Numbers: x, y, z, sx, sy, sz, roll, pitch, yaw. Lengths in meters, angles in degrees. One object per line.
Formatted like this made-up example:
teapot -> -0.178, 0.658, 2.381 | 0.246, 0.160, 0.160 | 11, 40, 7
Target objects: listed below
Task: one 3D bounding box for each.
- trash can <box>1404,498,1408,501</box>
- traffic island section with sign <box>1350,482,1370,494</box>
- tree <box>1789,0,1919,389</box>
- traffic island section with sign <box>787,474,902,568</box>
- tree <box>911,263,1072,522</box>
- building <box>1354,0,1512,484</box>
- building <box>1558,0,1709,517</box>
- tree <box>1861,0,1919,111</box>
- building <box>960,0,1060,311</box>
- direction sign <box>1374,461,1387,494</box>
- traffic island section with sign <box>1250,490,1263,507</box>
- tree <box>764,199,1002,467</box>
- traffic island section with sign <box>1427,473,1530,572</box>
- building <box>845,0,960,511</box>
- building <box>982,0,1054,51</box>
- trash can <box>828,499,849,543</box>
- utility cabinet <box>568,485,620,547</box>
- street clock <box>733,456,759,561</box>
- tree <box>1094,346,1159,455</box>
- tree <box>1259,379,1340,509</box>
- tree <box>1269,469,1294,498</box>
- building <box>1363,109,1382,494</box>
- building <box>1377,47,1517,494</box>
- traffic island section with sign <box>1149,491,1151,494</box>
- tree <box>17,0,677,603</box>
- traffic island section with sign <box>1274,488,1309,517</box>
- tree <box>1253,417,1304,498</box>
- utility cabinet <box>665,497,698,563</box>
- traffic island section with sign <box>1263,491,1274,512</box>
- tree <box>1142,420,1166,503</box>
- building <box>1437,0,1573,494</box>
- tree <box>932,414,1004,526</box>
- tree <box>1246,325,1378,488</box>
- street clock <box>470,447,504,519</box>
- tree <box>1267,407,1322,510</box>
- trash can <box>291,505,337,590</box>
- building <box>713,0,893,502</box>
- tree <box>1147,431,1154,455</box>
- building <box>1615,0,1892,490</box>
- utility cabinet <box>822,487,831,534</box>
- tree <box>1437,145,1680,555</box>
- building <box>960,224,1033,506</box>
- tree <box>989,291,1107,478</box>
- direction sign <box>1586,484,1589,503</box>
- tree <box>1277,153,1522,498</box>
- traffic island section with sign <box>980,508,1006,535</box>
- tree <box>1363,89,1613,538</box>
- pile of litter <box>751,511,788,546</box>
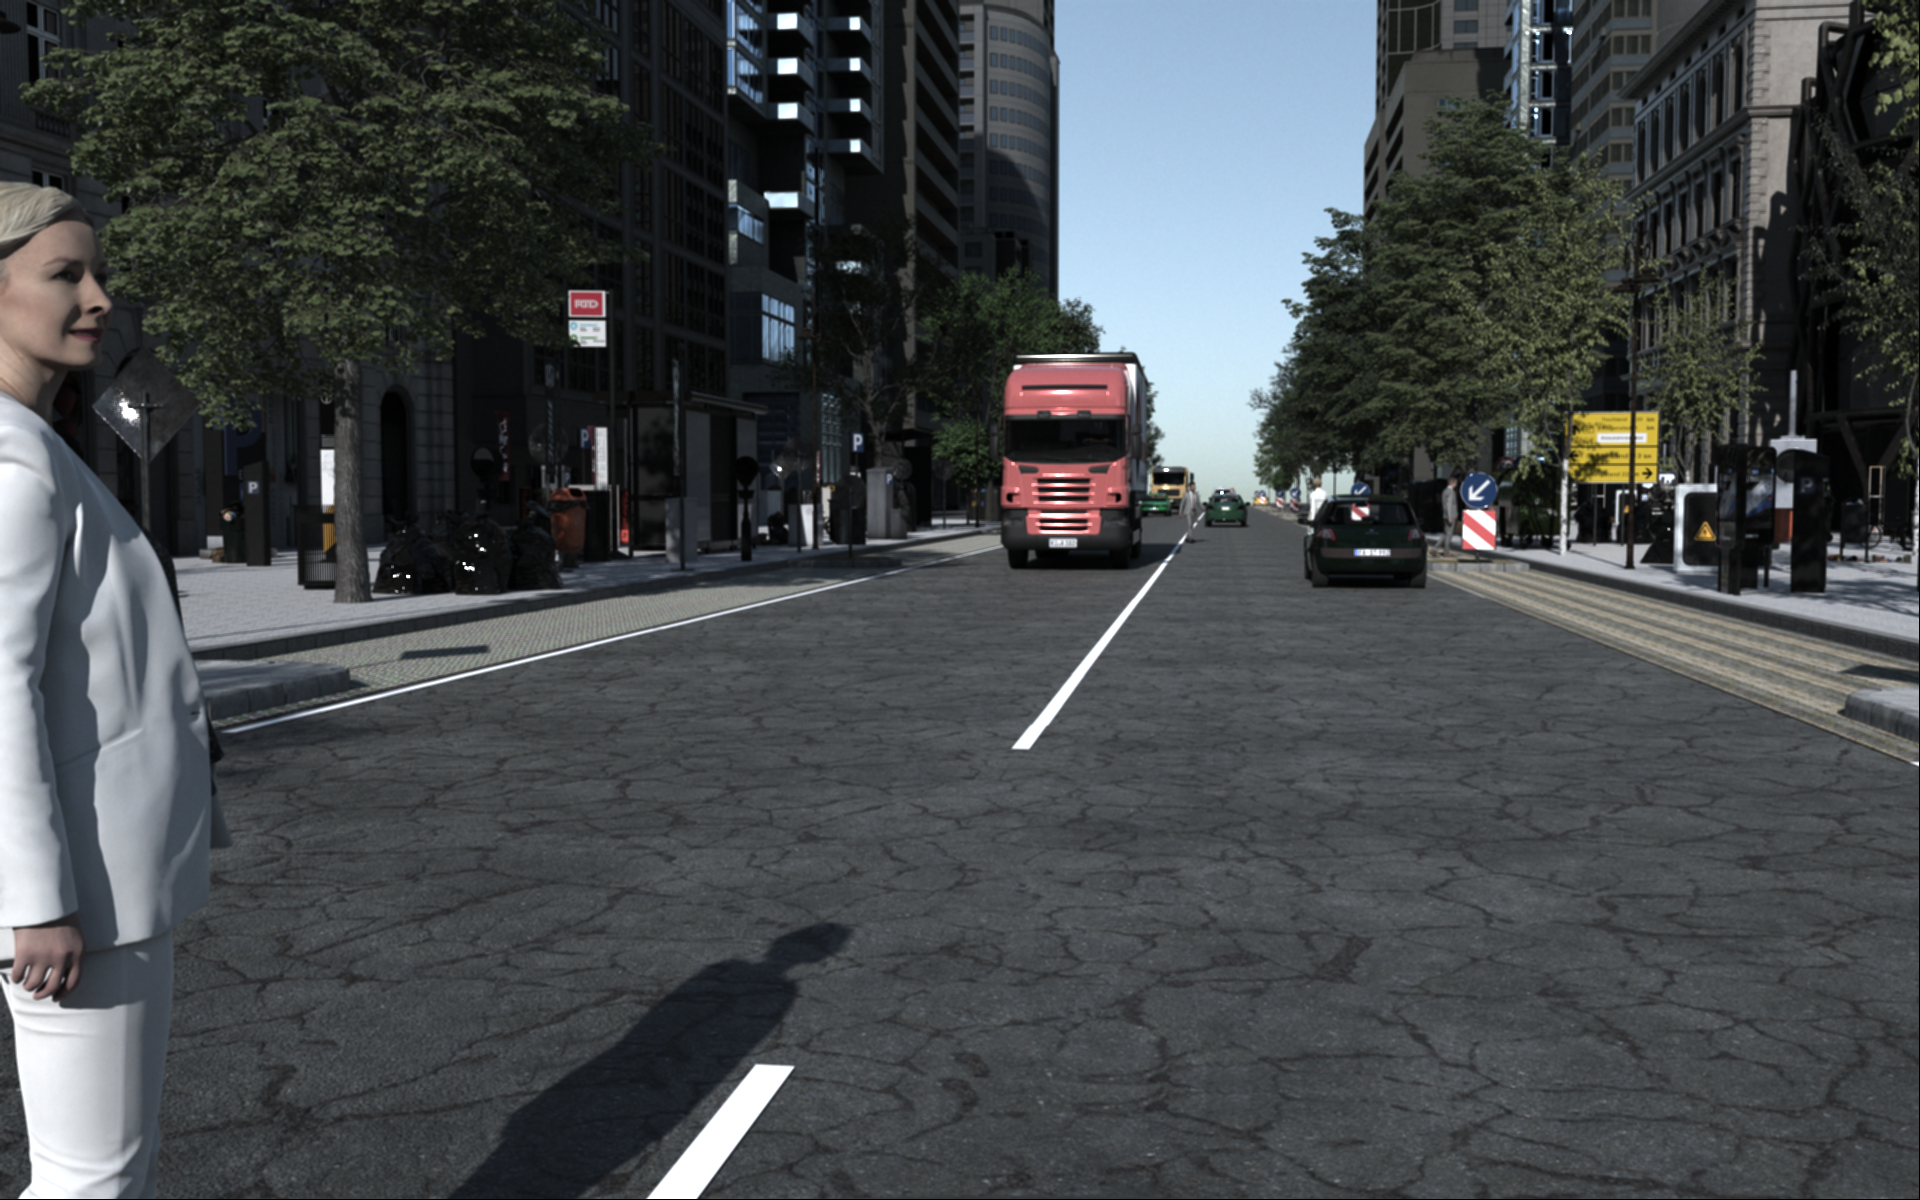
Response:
trash can -> 16.611, -3.207, 64.087 | 0.748, 1.137, 0.748 | 0, 3, 0
traffic island section with sign -> 13.555, -3.106, 59.404 | 1.989, 1.847, 2.006 | 1, 4, 8
tree -> 14.318, -4.549, 24.734 | 4.360, 8.622, 3.978 | 0, 3, 0
traffic island section with sign -> -2.213, -1.563, 34.177 | 1.989, 1.847, 2.006 | 1, 4, 8
tree -> 1.332, -9.380, 79.110 | 9.928, 11.665, 9.643 | 0, 3, 0
building -> 63.358, -48.252, 227.175 | 20.563, 71.187, 20.611 | 1, 4, 8
building -> 49.581, -25.042, 101.317 | 32.217, 40.220, 23.993 | 1, 4, 8
tree -> 9.449, -3.939, 14.766 | 4.737, 8.622, 4.395 | 0, 3, 0
building -> 0.199, -40.857, 210.018 | 21.231, 58.520, 28.212 | 1, 4, 8
direction sign -> 18.535, -5.159, 76.348 | 0.876, 3.537, 0.379 | -3, 5, -40
traffic island section with sign -> 33.076, -11.099, 190.102 | 1.989, 1.847, 2.006 | 1, 4, 8
tree -> -2.307, -7.323, 54.145 | 8.767, 10.594, 7.601 | 2, 4, 30
traffic island section with sign -> 9.571, -1.473, 32.704 | 1.989, 1.847, 2.006 | 1, 4, 8
building -> -12.109, -30.979, 130.213 | 21.300, 48.544, 21.600 | 1, 4, 8
building -> 4.227, -48.649, 233.667 | 20.563, 71.187, 20.611 | 1, 4, 8
trash can -> -3.143, -2.082, 45.702 | 0.748, 1.137, 0.748 | 0, 3, 0
utility cabinet -> -8.743, -2.000, 41.376 | 1.173, 1.500, 0.318 | -1, 4, -10
street clock -> -4.095, -1.747, 33.134 | 0.471, 2.002, 0.358 | -1, 4, -12
tree -> 12.357, -14.822, 149.002 | 9.857, 13.997, 8.962 | 0, 3, 0
tree -> 30.295, -13.601, 148.129 | 9.928, 11.665, 9.643 | 0, 3, 0
tree -> 41.266, -14.605, 222.510 | 4.285, 4.588, 4.351 | 0, 3, 0
building -> 59.783, -35.668, 206.866 | 21.300, 48.544, 21.600 | 1, 4, 8
building -> 57.116, -34.355, 185.403 | 21.300, 48.544, 21.600 | 1, 4, 8
traffic island section with sign -> 21.424, -11.243, 192.456 | 1.989, 1.847, 2.006 | 1, 4, 8
tree -> -6.842, -6.228, 19.963 | 7.486, 12.596, 7.792 | 0, 3, 0
traffic island section with sign -> 20.970, -6.140, 109.012 | 1.989, 1.847, 2.006 | 1, 4, 8
tree -> 43.307, -19.211, 232.222 | 7.486, 12.596, 7.792 | 0, 3, 0
utility cabinet -> -5.294, -1.330, 32.899 | 0.306, 1.237, 1.020 | 1, 4, 11
traffic island section with sign -> 24.960, -7.773, 135.715 | 1.989, 1.847, 2.006 | 1, 4, 8
tree -> 14.495, -13.791, 159.901 | 8.767, 10.594, 7.601 | 0, 4, -6
building -> 48.981, -49.851, 127.741 | 22.319, 86.520, 31.000 | 1, 4, 8
tree -> 0.394, -5.280, 70.040 | 4.285, 4.588, 4.351 | 0, 3, 0
tree -> 25.187, -12.912, 121.485 | 12.009, 13.543, 11.850 | 0, 3, 0
street clock -> -7.264, -1.351, 26.653 | 0.471, 2.002, 0.358 | 2, 4, 26
tree -> 27.805, -11.546, 139.139 | 4.360, 8.622, 3.978 | 0, 3, 0
trash can -> -8.628, -0.718, 23.392 | 0.748, 1.137, 0.748 | 0, 3, 0
building -> -15.976, -48.344, 103.088 | 22.319, 86.520, 31.000 | 1, 4, 8
tree -> 16.146, -15.352, 176.762 | 9.928, 11.665, 9.643 | 0, 3, 0
building -> 34.884, -14.839, 71.490 | 11.050, 23.489, 19.941 | 1, 4, 8
utility cabinet -> -4.295, -2.887, 55.880 | 0.318, 1.500, 1.173 | 0, 4, -4
tree -> 12.540, -5.266, 36.462 | 4.737, 8.622, 4.395 | 0, 3, 0
building -> 0.283, -25.554, 189.508 | 14.160, 30.474, 14.107 | 1, 4, 8
tree -> 5.415, -11.062, 97.877 | 9.611, 12.733, 9.660 | 0, 3, 0
direction sign -> 24.053, -4.548, 66.360 | 0.379, 3.537, 0.876 | 1, 4, 12
tree -> 17.185, -9.797, 66.836 | 9.857, 13.997, 8.962 | 0, 3, 0
traffic island section with sign -> 1.807, -3.213, 61.162 | 1.989, 1.847, 2.006 | 1, 4, 8
tree -> 14.978, -8.023, 49.298 | 7.486, 12.596, 7.792 | 0, 3, 0
pile of litter -> -4.894, -1.821, 43.732 | 1.176, 0.858, 1.719 | 2, 4, 24
